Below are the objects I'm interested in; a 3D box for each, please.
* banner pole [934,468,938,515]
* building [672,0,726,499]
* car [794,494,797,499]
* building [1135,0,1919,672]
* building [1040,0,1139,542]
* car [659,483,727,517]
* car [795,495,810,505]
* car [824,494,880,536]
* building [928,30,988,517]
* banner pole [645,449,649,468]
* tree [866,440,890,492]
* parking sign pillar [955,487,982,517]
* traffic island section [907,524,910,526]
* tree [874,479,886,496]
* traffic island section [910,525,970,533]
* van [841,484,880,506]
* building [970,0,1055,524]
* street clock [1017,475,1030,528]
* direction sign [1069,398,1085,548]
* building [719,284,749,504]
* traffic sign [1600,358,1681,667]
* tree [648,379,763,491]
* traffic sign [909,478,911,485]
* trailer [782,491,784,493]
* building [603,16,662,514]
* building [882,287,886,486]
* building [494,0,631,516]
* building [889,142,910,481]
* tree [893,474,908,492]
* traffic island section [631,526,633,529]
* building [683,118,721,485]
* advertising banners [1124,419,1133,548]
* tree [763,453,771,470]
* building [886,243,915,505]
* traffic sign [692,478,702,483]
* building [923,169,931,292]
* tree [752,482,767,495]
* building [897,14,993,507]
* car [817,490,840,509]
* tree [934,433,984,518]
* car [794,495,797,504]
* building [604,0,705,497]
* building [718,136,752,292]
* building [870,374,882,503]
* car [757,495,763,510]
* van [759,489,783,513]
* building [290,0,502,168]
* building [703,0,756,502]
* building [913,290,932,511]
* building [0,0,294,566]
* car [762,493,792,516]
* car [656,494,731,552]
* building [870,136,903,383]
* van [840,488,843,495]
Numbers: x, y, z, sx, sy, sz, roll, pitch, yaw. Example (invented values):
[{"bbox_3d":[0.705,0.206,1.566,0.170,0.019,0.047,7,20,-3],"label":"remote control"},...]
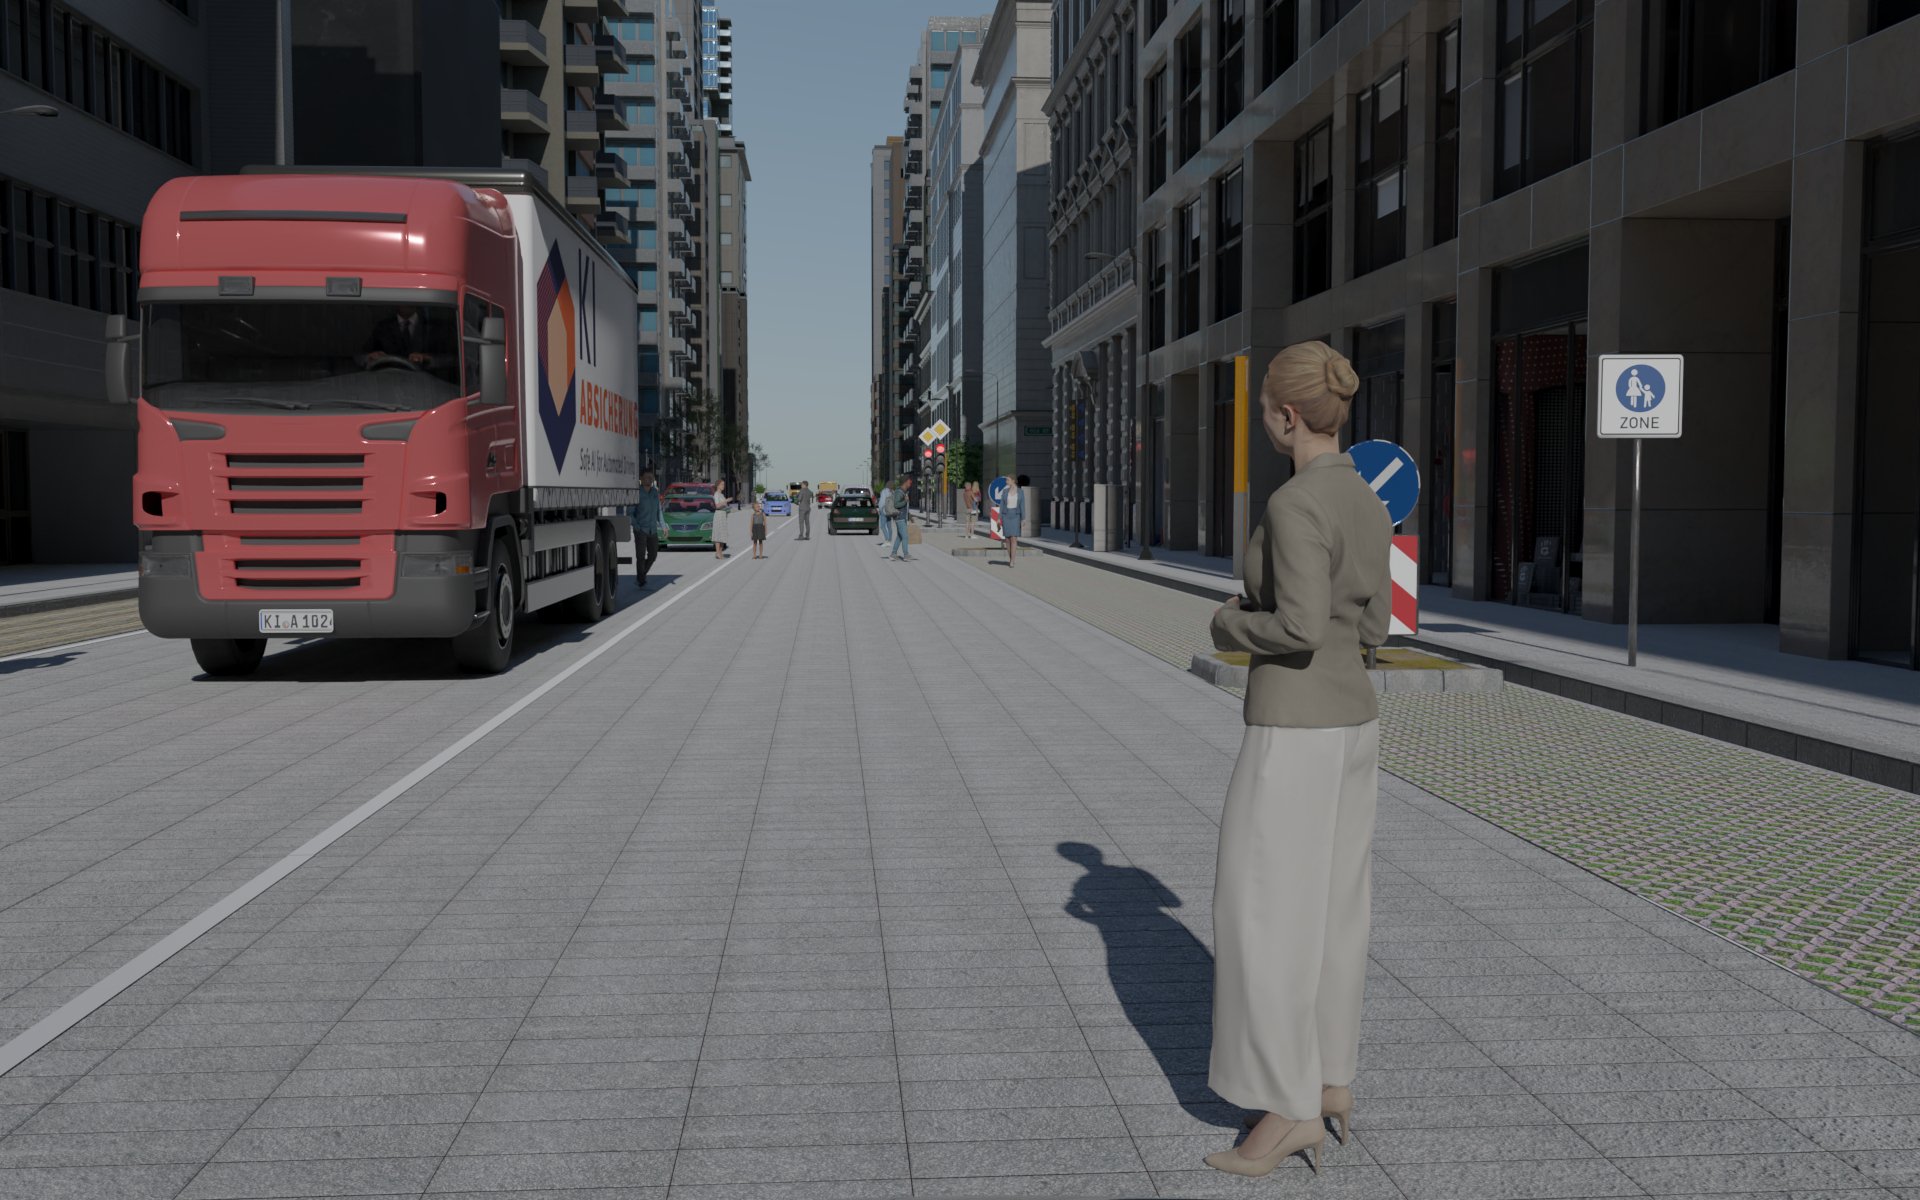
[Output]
[{"bbox_3d":[-1.431,-7.006,104.568,0.401,3.779,0.863,-1,4,-16],"label":"banner pole"},{"bbox_3d":[-37.827,-46.557,199.452,20.563,71.187,20.611,0,4,-4],"label":"building"},{"bbox_3d":[-25.309,-16.140,273.680,2.009,1.686,4.222,0,4,-3],"label":"car"},{"bbox_3d":[15.264,-13.577,26.505,19.350,26.468,34.151,0,4,-4],"label":"building"},{"bbox_3d":[8.817,-13.784,54.252,11.050,23.489,19.941,0,4,-4],"label":"building"},{"bbox_3d":[-8.905,-2.984,57.468,2.281,1.827,5.304,0,4,-2],"label":"car"},{"bbox_3d":[-20.148,-13.023,222.714,2.009,1.686,4.222,0,4,-3],"label":"car"},{"bbox_3d":[-3.785,-3.146,61.228,2.009,1.686,4.222,0,4,-6],"label":"car"},{"bbox_3d":[4.358,-20.500,112.674,11.434,29.767,29.804,0,4,-4],"label":"building"},{"bbox_3d":[-17.548,-6.563,97.323,0.401,3.779,0.863,0,4,1],"label":"banner pole"},{"bbox_3d":[-10.515,-17.253,232.441,4.360,8.622,3.978,0,3,0],"label":"tree"},{"bbox_3d":[0.473,-6.587,96.167,1.447,3.967,1.447,-2,4,-34],"label":"parking sign pillar"},{"bbox_3d":[-1.325,-3.096,72.893,2.009,0.180,2.903,0,4,-4],"label":"traffic island section"},{"bbox_3d":[-9.906,-13.477,214.950,1.663,3.219,1.824,0,3,0],"label":"tree"},{"bbox_3d":[-0.721,-2.609,64.931,2.009,0.180,2.903,0,4,-4],"label":"traffic island section"},{"bbox_3d":[-4.504,-4.244,76.402,2.013,2.044,4.112,0,4,-3],"label":"van"},{"bbox_3d":[23.161,-18.747,82.927,44.131,29.872,17.030,0,4,-4],"label":"building"},{"bbox_3d":[2.370,-3.683,64.794,0.471,2.002,0.358,2,4,29],"label":"street clock"},{"bbox_3d":[2.802,-3.027,41.486,0.379,3.537,0.876,-1,4,-20],"label":"direction sign"},{"bbox_3d":[-36.407,-28.473,237.231,14.160,30.474,14.107,0,4,-4],"label":"building"},{"bbox_3d":[5.003,-0.654,12.823,0.606,2.300,0.079,0,4,3],"label":"traffic sign"},{"bbox_3d":[-21.850,-12.677,141.677,8.767,10.594,7.601,1,4,14],"label":"tree"},{"bbox_3d":[-4.061,-8.001,130.920,0.768,2.556,0.104,0,4,0],"label":"traffic sign"},{"bbox_3d":[-30.780,-17.751,297.282,1.471,1.999,3.904,0,4,-3],"label":"trailer"},{"bbox_3d":[-37.393,-26.096,118.551,32.217,40.220,23.993,0,4,-4],"label":"building"},{"bbox_3d":[-3.923,-28.749,241.742,14.160,30.474,14.107,0,4,-4],"label":"building"},{"bbox_3d":[-28.184,-26.301,84.644,22.147,44.769,28.867,0,4,-4],"label":"building"},{"bbox_3d":[-1.648,-34.600,215.827,14.600,45.320,14.200,0,4,-4],"label":"building"},{"bbox_3d":[-5.202,-9.809,154.975,1.663,3.219,1.824,0,3,0],"label":"tree"},{"bbox_3d":[-13.931,-3.038,71.945,2.009,0.180,2.903,0,4,-4],"label":"traffic island section"},{"bbox_3d":[-32.926,-30.567,183.372,14.154,41.232,14.086,0,4,-4],"label":"building"},{"bbox_3d":[4.020,-2.754,41.221,0.090,3.025,2.074,0,4,2],"label":"advertising banners"},{"bbox_3d":[-28.160,-17.496,220.474,8.767,10.594,7.601,-1,4,-16],"label":"tree"},{"bbox_3d":[-0.964,-26.267,201.171,14.160,30.474,14.107,0,4,-4],"label":"building"},{"bbox_3d":[-20.347,-8.200,134.180,0.768,2.556,0.104,0,4,3],"label":"traffic sign"},{"bbox_3d":[3.597,-23.560,156.909,14.160,30.474,14.107,0,4,-4],"label":"building"},{"bbox_3d":[-29.823,-16.015,256.446,1.663,3.219,1.824,0,3,0],"label":"tree"},{"bbox_3d":[5.627,-34.201,178.799,23.786,49.044,30.456,0,4,-4],"label":"building"},{"bbox_3d":[-12.684,-9.718,167.565,2.281,1.827,5.304,0,4,-3],"label":"car"},{"bbox_3d":[0.371,-6.651,92.462,4.285,4.588,4.351,0,3,0],"label":"tree"},{"bbox_3d":[-22.256,-14.303,242.656,1.959,1.807,4.718,0,4,-3],"label":"car"},{"bbox_3d":[-36.330,-33.065,160.227,23.786,49.044,30.456,0,4,-4],"label":"building"},{"bbox_3d":[-45.716,-40.862,257.330,28.713,52.752,27.495,0,4,-4],"label":"building"},{"bbox_3d":[0.519,-25.661,264.596,27.650,21.520,28.899,0,4,-4],"label":"building"},{"bbox_3d":[-17.341,-8.841,156.904,2.083,1.381,4.827,0,4,-5],"label":"car"},{"bbox_3d":[-14.519,-7.791,134.388,2.013,2.044,4.112,0,4,-2],"label":"van"},{"bbox_3d":[-23.870,-13.815,55.558,15.834,23.373,12.332,0,4,-4],"label":"building"},{"bbox_3d":[-44.934,-59.509,285.635,22.319,86.520,31.000,0,4,-4],"label":"building"},{"bbox_3d":[1.966,-16.725,138.075,10.561,19.102,19.286,0,4,-4],"label":"building"},{"bbox_3d":[-20.329,-12.455,22.711,14.314,24.678,30.058,0,4,-4],"label":"building"},{"bbox_3d":[-11.841,-6.285,112.342,1.945,1.707,3.694,0,4,-4],"label":"car"},{"bbox_3d":[-6.954,-2.001,44.522,2.131,1.459,4.920,0,4,-6],"label":"car"},{"bbox_3d":[-4.397,-45.852,291.678,21.231,58.520,28.212,0,4,-4],"label":"building"},{"bbox_3d":[-6.587,-6.017,105.384,2.013,2.044,4.112,0,4,-3],"label":"van"}]
